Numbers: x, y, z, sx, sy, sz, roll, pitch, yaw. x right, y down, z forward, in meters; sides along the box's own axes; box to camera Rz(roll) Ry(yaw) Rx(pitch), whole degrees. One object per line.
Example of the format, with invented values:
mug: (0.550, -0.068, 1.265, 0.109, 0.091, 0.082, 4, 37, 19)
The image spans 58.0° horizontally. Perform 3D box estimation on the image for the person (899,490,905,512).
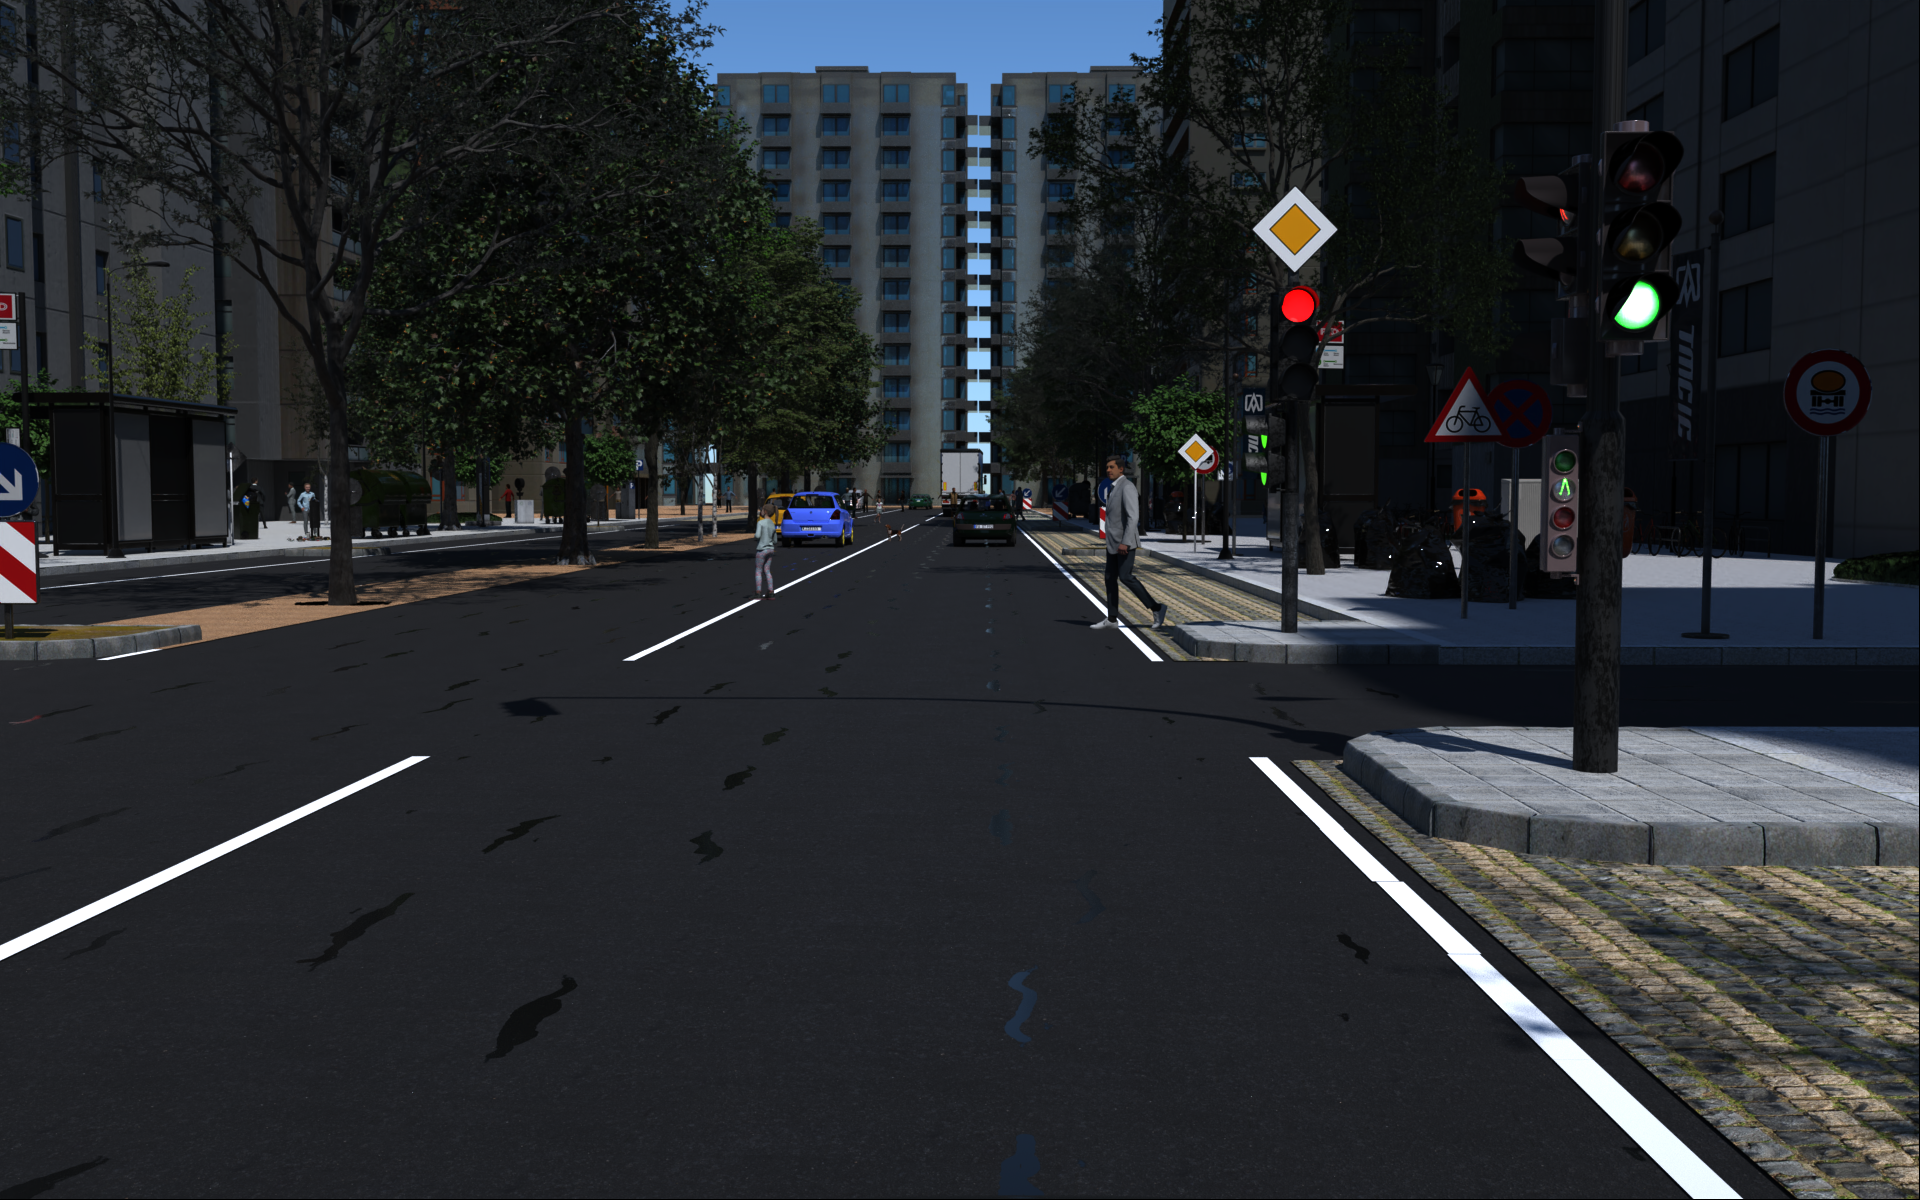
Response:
person: (-4.699, -7.957, 139.423, 0.721, 1.723, 1.217, 1, 4, 17)

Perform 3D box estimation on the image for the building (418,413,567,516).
building: (-41.301, -16.045, 107.382, 27.650, 21.520, 28.899, 0, 4, 1)

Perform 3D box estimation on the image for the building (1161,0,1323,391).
building: (28.561, -31.853, 144.501, 21.300, 48.544, 21.600, 0, 4, 1)

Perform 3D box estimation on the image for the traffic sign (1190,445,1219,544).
traffic sign: (6.192, -2.687, 44.035, 0.768, 2.556, 0.104, 1, 4, 9)

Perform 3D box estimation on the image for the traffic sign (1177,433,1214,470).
traffic sign: (5.089, -2.297, 37.295, 0.795, 2.593, 0.064, 0, 4, 4)

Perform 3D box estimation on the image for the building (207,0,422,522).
building: (-35.668, -24.491, 84.018, 14.154, 41.232, 14.086, 0, 4, 1)

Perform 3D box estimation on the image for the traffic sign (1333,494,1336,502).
traffic sign: (9.113, -2.569, 42.116, 0.768, 2.556, 0.104, 1, 4, 10)

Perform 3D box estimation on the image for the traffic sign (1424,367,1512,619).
traffic sign: (5.199, -1.087, 17.781, 0.884, 2.594, 0.081, 0, 4, 3)

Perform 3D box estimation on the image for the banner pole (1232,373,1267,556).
banner pole: (5.939, -2.812, 35.993, 0.863, 3.779, 0.401, 0, 4, -2)

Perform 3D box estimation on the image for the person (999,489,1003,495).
person: (3.145, -7.744, 135.095, 0.705, 1.826, 1.348, -2, 4, -29)

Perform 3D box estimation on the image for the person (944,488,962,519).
person: (-0.348, -5.673, 101.345, 1.348, 1.812, 0.705, -2, 4, -25)

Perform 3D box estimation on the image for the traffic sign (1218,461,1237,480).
traffic sign: (8.212, -3.123, 53.185, 0.606, 2.300, 0.079, 0, 4, 3)

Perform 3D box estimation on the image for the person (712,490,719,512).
person: (-17.875, -7.359, 126.371, 0.705, 1.822, 1.348, 1, 4, 10)

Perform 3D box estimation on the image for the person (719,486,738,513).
person: (-16.090, -6.996, 120.411, 1.348, 1.826, 0.705, 1, 4, 10)

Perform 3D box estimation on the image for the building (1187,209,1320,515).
building: (31.188, -16.787, 119.513, 27.650, 21.520, 28.899, 0, 4, 1)

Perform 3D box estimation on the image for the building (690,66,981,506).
building: (-13.219, -35.300, 196.765, 30.456, 49.044, 23.786, 0, 4, 1)

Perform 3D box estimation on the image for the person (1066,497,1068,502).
person: (10.712, -9.997, 171.947, 1.348, 1.824, 0.705, 0, 4, -2)

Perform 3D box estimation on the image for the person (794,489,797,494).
person: (-15.167, -9.446, 161.285, 0.742, 1.727, 0.445, -3, 5, -40)

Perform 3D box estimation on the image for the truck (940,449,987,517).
truck: (0.211, -7.543, 112.247, 2.839, 4.237, 11.283, 0, 4, 2)

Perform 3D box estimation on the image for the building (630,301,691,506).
building: (-43.674, -35.319, 197.081, 30.456, 49.044, 23.786, 0, 4, 1)

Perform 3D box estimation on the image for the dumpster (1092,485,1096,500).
dumpster: (7.647, -5.333, 89.694, 1.502, 2.255, 1.985, 0, 4, 1)

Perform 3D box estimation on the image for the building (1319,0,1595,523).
building: (24.409, -19.080, 83.664, 14.160, 30.474, 14.107, 0, 4, 1)

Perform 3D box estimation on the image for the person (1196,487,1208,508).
person: (14.775, -6.141, 107.164, 1.217, 1.735, 0.721, 2, 4, 33)

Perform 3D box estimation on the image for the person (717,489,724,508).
person: (-22.304, -9.384, 160.189, 1.217, 1.735, 0.721, 3, 4, 36)

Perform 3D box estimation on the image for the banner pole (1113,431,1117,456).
banner pole: (6.126, -4.822, 68.851, 0.401, 3.779, 0.863, 0, 4, -2)

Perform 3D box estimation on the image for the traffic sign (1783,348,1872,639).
traffic sign: (7.595, -0.927, 15.255, 0.768, 2.556, 0.104, 0, 4, 2)

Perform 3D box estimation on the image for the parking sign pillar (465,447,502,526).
parking sign pillar: (-19.446, -5.019, 70.537, 1.447, 3.967, 1.447, -1, 4, -20)

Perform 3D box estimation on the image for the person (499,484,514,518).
person: (-24.388, -5.346, 93.386, 0.705, 1.831, 1.348, 1, 4, 20)

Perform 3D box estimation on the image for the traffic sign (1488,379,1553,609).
traffic sign: (6.162, -1.170, 19.230, 0.768, 2.556, 0.104, 0, 4, 3)

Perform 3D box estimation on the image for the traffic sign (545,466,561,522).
traffic sign: (-18.751, -4.870, 79.726, 0.768, 2.556, 0.104, 0, 4, 8)

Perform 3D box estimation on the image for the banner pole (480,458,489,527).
banner pole: (-18.398, -4.708, 67.000, 0.401, 3.779, 0.863, 0, 4, 1)

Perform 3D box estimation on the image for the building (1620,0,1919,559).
building: (27.739, -36.549, 35.822, 20.611, 71.187, 20.563, 0, 4, 1)

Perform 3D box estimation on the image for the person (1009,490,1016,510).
person: (4.292, -7.826, 137.161, 0.721, 1.736, 1.217, 3, 5, 41)

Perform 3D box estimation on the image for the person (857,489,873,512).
person: (-7.365, -7.728, 134.989, 1.348, 1.807, 0.705, 1, 4, 15)

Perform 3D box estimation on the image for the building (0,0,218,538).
building: (-37.695, -30.927, 47.660, 21.231, 58.520, 28.212, 0, 4, 1)

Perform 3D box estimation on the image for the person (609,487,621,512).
person: (-24.681, -7.278, 125.042, 1.348, 1.824, 0.705, 1, 4, 11)

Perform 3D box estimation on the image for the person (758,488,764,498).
person: (-18.413, -9.279, 157.719, 1.348, 1.831, 0.705, 1, 4, 16)

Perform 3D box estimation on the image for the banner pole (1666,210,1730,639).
banner pole: (6.624, -1.565, 15.608, 0.401, 3.779, 0.863, -1, 4, -11)

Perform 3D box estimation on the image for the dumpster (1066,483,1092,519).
dumpster: (6.056, -5.030, 87.997, 1.264, 1.857, 1.865, 0, 4, 1)

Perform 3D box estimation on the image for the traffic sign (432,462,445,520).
traffic sign: (-20.132, -4.103, 67.193, 0.768, 2.556, 0.104, 0, 4, 7)

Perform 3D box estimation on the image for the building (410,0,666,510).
building: (-41.117, -30.026, 145.549, 28.867, 44.769, 22.147, 0, 4, 1)

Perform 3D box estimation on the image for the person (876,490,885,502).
person: (-6.014, -7.403, 130.254, 0.721, 1.735, 1.217, 2, 4, 29)

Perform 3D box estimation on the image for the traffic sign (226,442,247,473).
traffic sign: (-18.373, -2.688, 43.687, 0.795, 2.593, 0.064, 0, 4, 2)

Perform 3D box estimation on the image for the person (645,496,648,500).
person: (-19.833, -6.453, 111.551, 0.705, 1.824, 1.348, 2, 4, 24)

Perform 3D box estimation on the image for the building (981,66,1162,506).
building: (17.395, -35.294, 196.659, 30.456, 49.044, 23.786, 0, 4, 1)

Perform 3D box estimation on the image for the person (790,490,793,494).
person: (-13.491, -7.953, 139.259, 1.217, 1.735, 0.721, 1, 4, 11)
